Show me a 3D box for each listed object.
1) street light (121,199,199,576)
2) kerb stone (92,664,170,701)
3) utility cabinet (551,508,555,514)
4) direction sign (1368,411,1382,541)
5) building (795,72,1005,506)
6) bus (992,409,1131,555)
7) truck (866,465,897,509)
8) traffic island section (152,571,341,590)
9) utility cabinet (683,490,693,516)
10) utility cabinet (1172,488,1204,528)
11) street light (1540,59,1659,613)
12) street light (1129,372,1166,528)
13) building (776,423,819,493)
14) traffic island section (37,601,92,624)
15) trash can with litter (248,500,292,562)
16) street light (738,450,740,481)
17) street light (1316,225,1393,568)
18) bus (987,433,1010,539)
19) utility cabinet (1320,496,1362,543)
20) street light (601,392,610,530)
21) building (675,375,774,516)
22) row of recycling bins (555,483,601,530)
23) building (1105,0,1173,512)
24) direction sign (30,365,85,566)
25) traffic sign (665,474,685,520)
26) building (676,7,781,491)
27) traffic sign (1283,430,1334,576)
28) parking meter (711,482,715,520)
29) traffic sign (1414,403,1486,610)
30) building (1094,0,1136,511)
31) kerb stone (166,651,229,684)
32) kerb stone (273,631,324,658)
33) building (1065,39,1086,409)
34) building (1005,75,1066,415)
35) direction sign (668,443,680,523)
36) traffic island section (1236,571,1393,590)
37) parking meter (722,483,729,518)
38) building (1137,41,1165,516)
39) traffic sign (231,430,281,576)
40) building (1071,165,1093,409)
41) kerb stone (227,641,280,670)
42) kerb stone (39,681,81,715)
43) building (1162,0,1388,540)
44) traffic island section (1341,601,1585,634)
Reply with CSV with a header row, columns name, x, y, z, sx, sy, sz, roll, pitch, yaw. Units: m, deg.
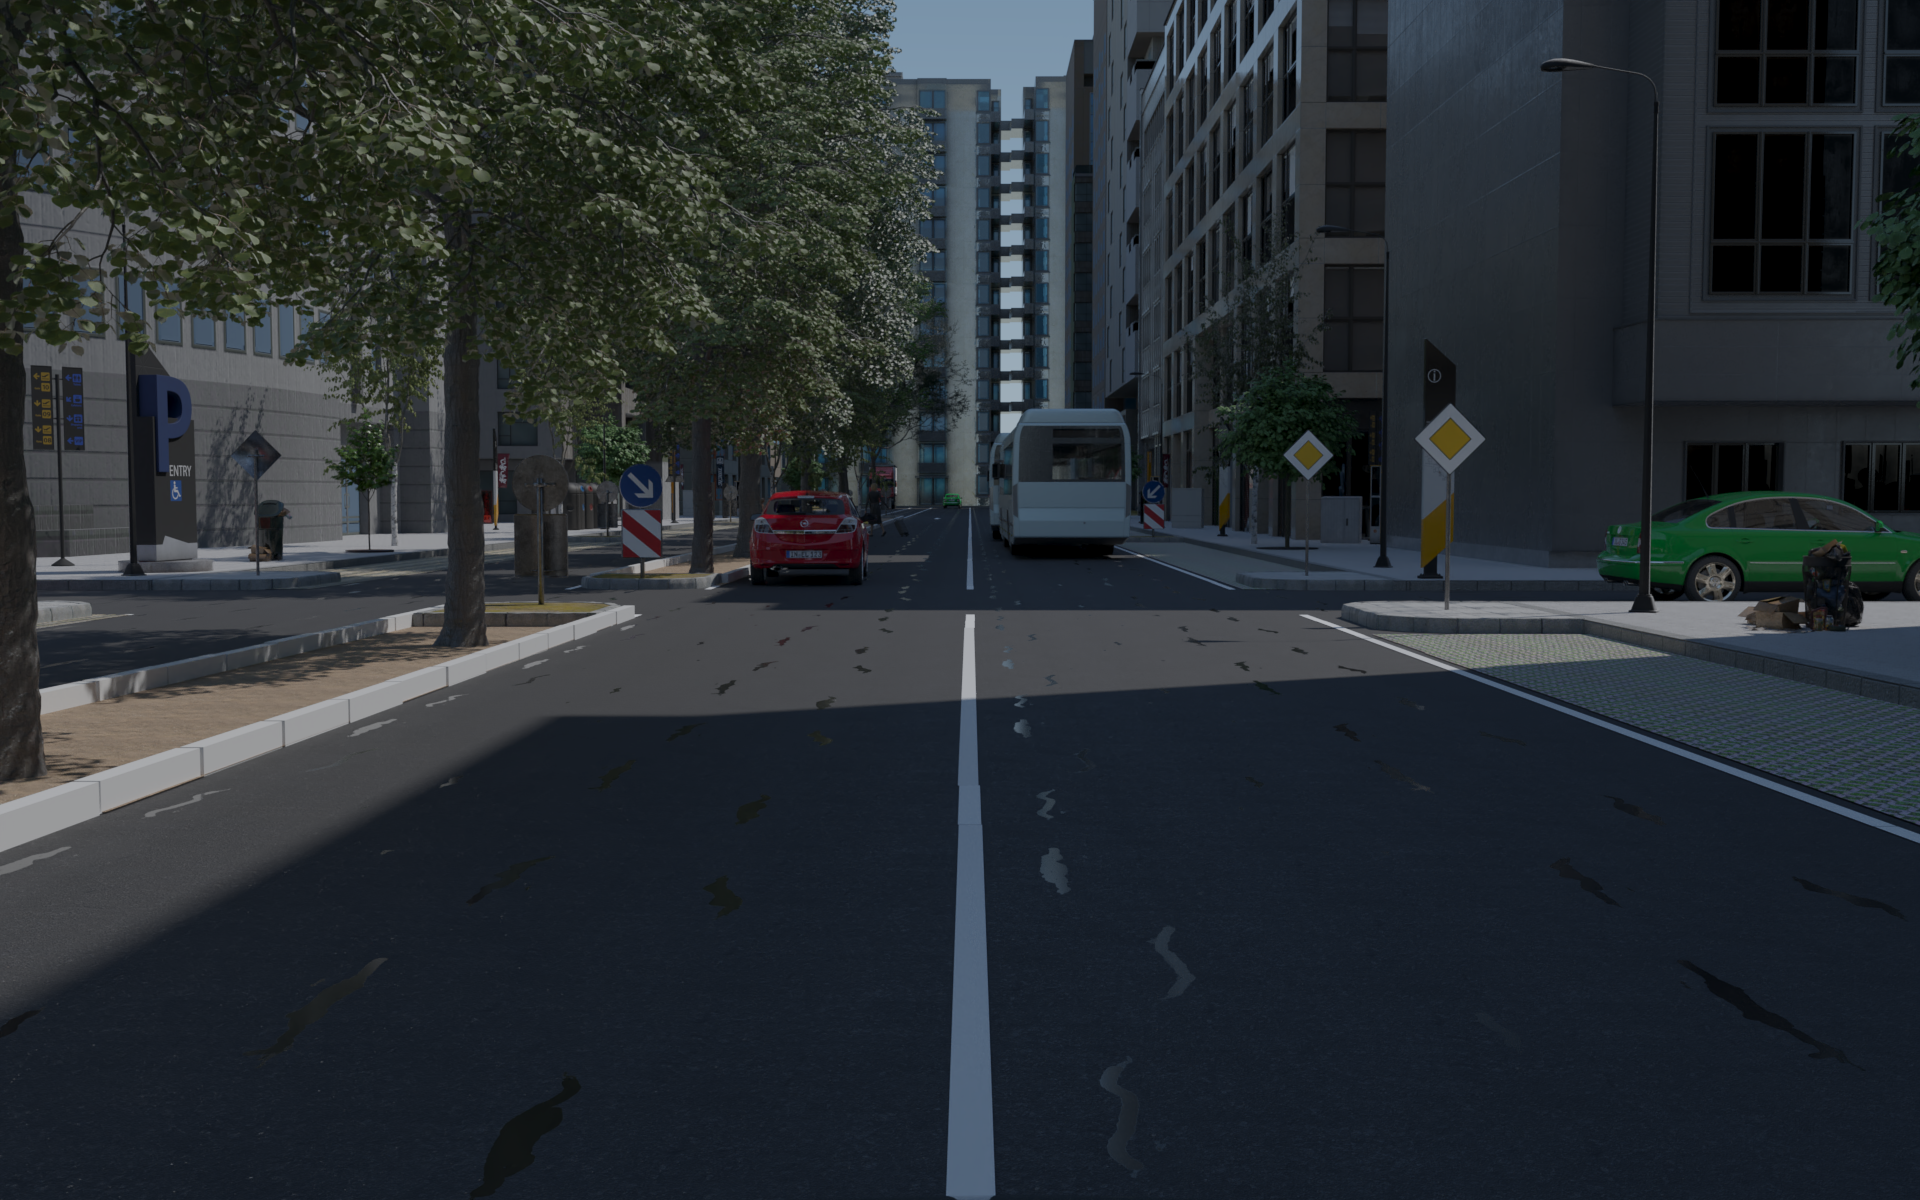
name,x,y,z,sx,sy,sz,roll,pitch,yaw
street light,-12.452,-3.334,27.053,1.470,5.913,1.316,0,4,0
kerb stone,-5.972,0.599,12.410,0.120,0.150,1.000,0,4,0
utility cabinet,-16.883,-3.811,73.473,0.306,1.237,1.020,3,5,41
direction sign,11.371,-3.386,47.363,0.379,3.537,0.876,3,5,40
building,-9.487,-35.466,199.483,30.456,49.044,23.786,0,4,0
bus,2.397,-3.003,43.963,2.948,3.499,13.247,0,4,0
truck,-7.470,-10.955,168.024,2.839,4.237,11.283,0,4,-1
traffic island section,-11.080,-0.306,27.289,2.009,0.180,2.903,0,4,0
utility cabinet,-15.286,-5.481,98.296,0.318,1.500,1.173,-3,5,-40
utility cabinet,8.530,-3.433,64.812,1.173,1.500,0.318,2,4,27
street light,6.895,-2.821,18.660,1.470,5.913,1.316,0,4,0
street light,7.136,-5.714,65.972,1.470,5.913,1.316,0,4,0
building,-30.051,-52.062,163.883,31.000,86.520,22.319,0,4,0
traffic island section,-11.127,0.182,19.304,2.009,0.180,2.903,0,4,0
trash can with litter,-13.248,-1.334,33.190,0.624,1.170,1.055,0,4,-5
street light,-12.100,-7.741,99.105,1.470,5.913,1.316,0,4,0
street light,6.858,-3.521,30.114,1.470,5.913,1.316,0,4,0
bus,2.325,-3.893,58.510,2.948,3.499,13.247,0,4,1
utility cabinet,9.957,-2.085,45.245,1.020,1.237,0.306,2,4,28
street light,-12.330,-5.513,62.681,1.470,5.913,1.316,0,4,0
building,-28.130,-16.659,117.419,27.650,21.520,28.899,0,4,0
row of recycling bins,-13.830,-3.396,62.643,1.069,1.692,3.534,0,4,5
building,24.482,-32.397,118.929,28.713,52.752,27.495,0,4,0
direction sign,-15.994,-2.372,30.774,0.379,3.537,0.876,3,5,40
traffic sign,-12.733,-4.730,77.343,0.884,2.594,0.081,0,4,3
building,-22.103,-29.851,138.167,14.600,45.320,14.200,0,4,0
traffic sign,5.437,-1.435,27.111,0.795,2.450,0.064,0,4,0
parking meter,-12.447,-4.935,86.405,0.399,1.863,0.255,3,5,43
traffic sign,5.390,-0.947,19.126,0.795,2.450,0.064,0,4,0
building,18.124,-29.963,140.001,14.600,45.320,14.200,0,4,0
kerb stone,-5.967,0.540,13.432,0.120,0.150,1.000,0,4,0
kerb stone,-5.954,0.411,15.479,0.120,0.150,1.000,0,4,0
building,17.522,-31.716,168.668,14.600,45.320,14.200,0,4,0
building,20.961,-35.386,198.164,30.456,49.044,23.786,0,4,0
direction sign,-12.542,-5.138,76.009,0.379,3.537,0.876,-3,5,-44
traffic island section,5.461,-0.300,27.188,2.009,0.180,2.903,0,4,0
parking meter,-12.397,-5.248,91.521,0.255,1.863,0.399,1,4,8
building,16.440,-16.738,91.682,12.078,24.808,19.932,0,4,0
traffic sign,-11.057,-1.442,27.227,0.795,2.450,0.064,0,4,0
building,16.795,-23.418,154.590,14.160,30.474,14.107,0,4,0
kerb stone,-5.957,0.482,14.454,0.120,0.150,1.000,0,4,0
kerb stone,-5.982,0.663,11.372,0.120,0.150,1.000,0,4,0
building,19.090,-15.906,64.581,19.350,26.468,34.151,0,4,0
traffic island section,5.414,0.188,19.203,2.009,0.180,2.903,0,4,0
